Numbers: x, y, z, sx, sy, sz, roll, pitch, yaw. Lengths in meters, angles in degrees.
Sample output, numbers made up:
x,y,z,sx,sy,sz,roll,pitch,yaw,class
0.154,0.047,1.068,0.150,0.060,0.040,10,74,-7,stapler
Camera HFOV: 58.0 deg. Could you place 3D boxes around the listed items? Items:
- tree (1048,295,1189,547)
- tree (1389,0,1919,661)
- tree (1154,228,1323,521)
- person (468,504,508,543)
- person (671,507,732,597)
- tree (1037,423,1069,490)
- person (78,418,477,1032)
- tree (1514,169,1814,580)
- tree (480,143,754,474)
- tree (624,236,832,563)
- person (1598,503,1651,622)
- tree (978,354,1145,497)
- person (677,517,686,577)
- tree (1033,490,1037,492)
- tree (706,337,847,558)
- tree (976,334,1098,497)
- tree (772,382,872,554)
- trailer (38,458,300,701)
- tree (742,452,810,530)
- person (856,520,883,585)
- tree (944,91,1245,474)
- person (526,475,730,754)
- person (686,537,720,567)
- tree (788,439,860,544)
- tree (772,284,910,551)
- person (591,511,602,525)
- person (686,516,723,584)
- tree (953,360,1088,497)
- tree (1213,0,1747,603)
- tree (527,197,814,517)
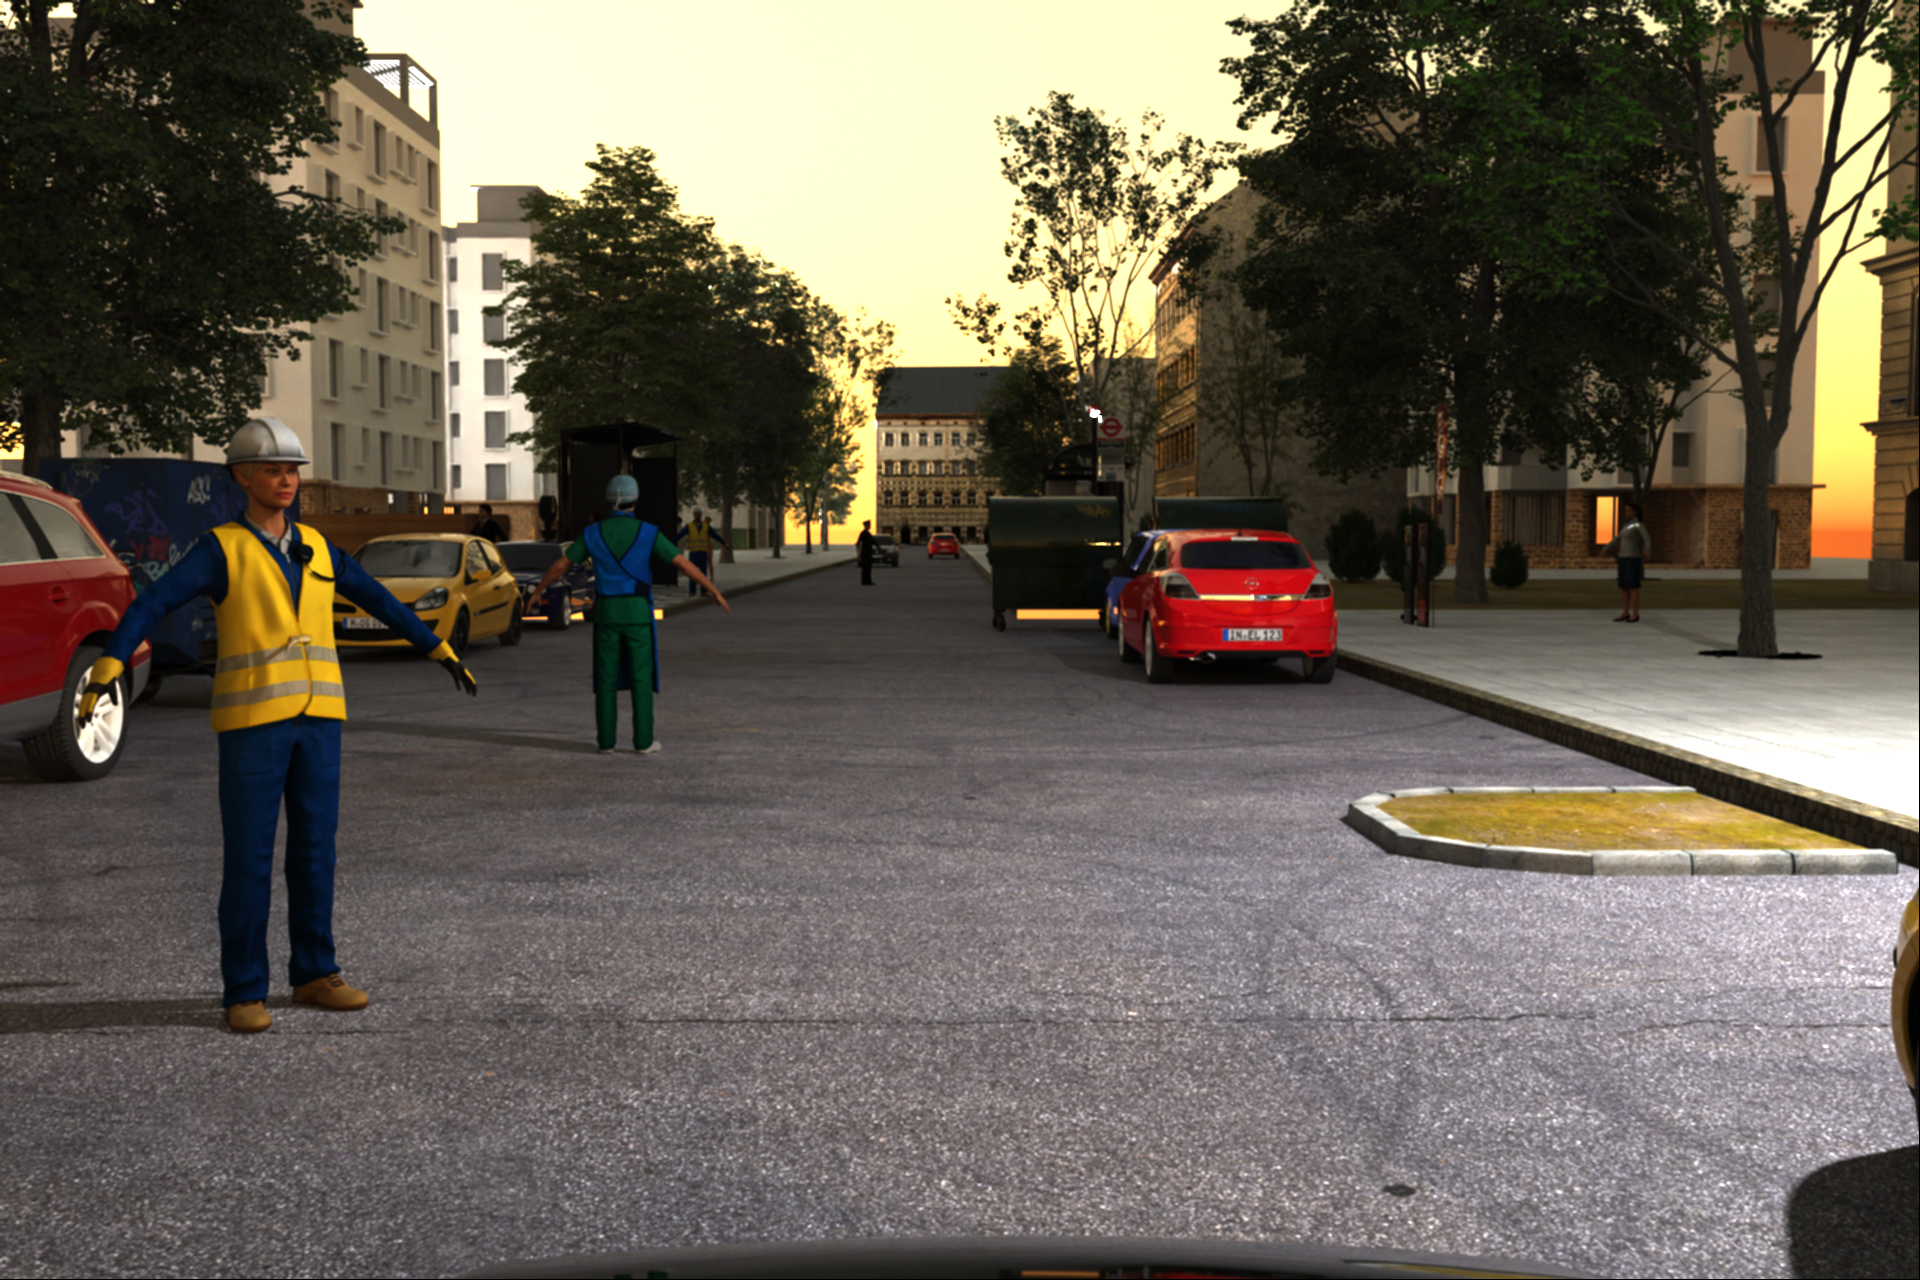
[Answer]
x,y,z,sx,sy,sz,roll,pitch,yaw,class
5.386,-6.285,53.118,4.360,8.622,3.978,0,3,0,tree
8.406,-5.635,17.892,9.928,11.665,9.643,0,3,0,tree
7.281,-5.574,41.496,4.360,8.622,3.978,0,3,0,tree
-8.331,-1.477,30.341,1.347,1.806,0.705,2,4,28,person
-5.377,-1.813,35.610,1.349,1.833,0.705,-1,4,-21,person
5.184,-9.616,107.581,4.360,8.622,3.978,0,3,0,tree
-1.974,0.234,5.099,0.721,1.772,1.216,3,5,41,person
19.125,-7.490,48.219,9.928,11.665,9.643,0,3,0,tree
-9.939,-8.100,50.562,7.486,12.596,7.792,0,3,0,tree
-10.195,-10.341,75.725,9.857,13.997,8.962,0,3,0,tree
9.702,-1.127,25.252,0.721,1.735,1.217,-1,4,-12,person
5.424,-9.463,89.134,8.767,10.594,7.601,-1,4,-19,tree
-8.501,-2.809,52.108,0.705,1.806,1.347,-2,4,-33,person
4.736,-10.981,129.907,4.360,8.622,3.978,0,3,0,tree
-9.773,-10.111,91.071,9.928,11.665,9.643,0,3,0,tree
4.449,-11.052,98.823,7.486,12.596,7.792,0,3,0,tree
-9.764,-11.437,112.747,9.928,11.665,9.643,0,3,0,tree
-6.426,-0.410,13.755,1.471,1.999,3.904,0,4,0,trailer
-10.383,-9.048,98.291,4.360,8.622,3.978,0,3,0,tree
-2.582,-2.455,48.524,0.705,1.837,1.347,2,4,27,person
5.758,-13.269,72.844,12.611,20.169,13.585,0,3,0,tree
-2.189,-0.168,11.328,1.347,1.817,0.704,0,4,1,person
-9.965,-3.706,66.856,1.348,1.796,0.705,0,4,2,person
-17.432,-19.207,220.692,9.857,13.997,8.962,0,3,0,tree
-9.936,-16.770,130.084,12.611,20.169,13.585,0,3,0,tree
-7.435,-1.734,35.066,0.721,1.740,1.216,2,4,33,person
-6.493,-2.282,44.121,1.217,1.733,0.721,2,4,33,person
4.612,-12.882,120.983,12.009,13.543,11.850,0,3,0,tree
9.487,-7.673,32.108,9.857,13.997,8.962,0,3,0,tree
-10.450,-9.319,62.737,12.009,13.543,11.850,0,3,0,tree
